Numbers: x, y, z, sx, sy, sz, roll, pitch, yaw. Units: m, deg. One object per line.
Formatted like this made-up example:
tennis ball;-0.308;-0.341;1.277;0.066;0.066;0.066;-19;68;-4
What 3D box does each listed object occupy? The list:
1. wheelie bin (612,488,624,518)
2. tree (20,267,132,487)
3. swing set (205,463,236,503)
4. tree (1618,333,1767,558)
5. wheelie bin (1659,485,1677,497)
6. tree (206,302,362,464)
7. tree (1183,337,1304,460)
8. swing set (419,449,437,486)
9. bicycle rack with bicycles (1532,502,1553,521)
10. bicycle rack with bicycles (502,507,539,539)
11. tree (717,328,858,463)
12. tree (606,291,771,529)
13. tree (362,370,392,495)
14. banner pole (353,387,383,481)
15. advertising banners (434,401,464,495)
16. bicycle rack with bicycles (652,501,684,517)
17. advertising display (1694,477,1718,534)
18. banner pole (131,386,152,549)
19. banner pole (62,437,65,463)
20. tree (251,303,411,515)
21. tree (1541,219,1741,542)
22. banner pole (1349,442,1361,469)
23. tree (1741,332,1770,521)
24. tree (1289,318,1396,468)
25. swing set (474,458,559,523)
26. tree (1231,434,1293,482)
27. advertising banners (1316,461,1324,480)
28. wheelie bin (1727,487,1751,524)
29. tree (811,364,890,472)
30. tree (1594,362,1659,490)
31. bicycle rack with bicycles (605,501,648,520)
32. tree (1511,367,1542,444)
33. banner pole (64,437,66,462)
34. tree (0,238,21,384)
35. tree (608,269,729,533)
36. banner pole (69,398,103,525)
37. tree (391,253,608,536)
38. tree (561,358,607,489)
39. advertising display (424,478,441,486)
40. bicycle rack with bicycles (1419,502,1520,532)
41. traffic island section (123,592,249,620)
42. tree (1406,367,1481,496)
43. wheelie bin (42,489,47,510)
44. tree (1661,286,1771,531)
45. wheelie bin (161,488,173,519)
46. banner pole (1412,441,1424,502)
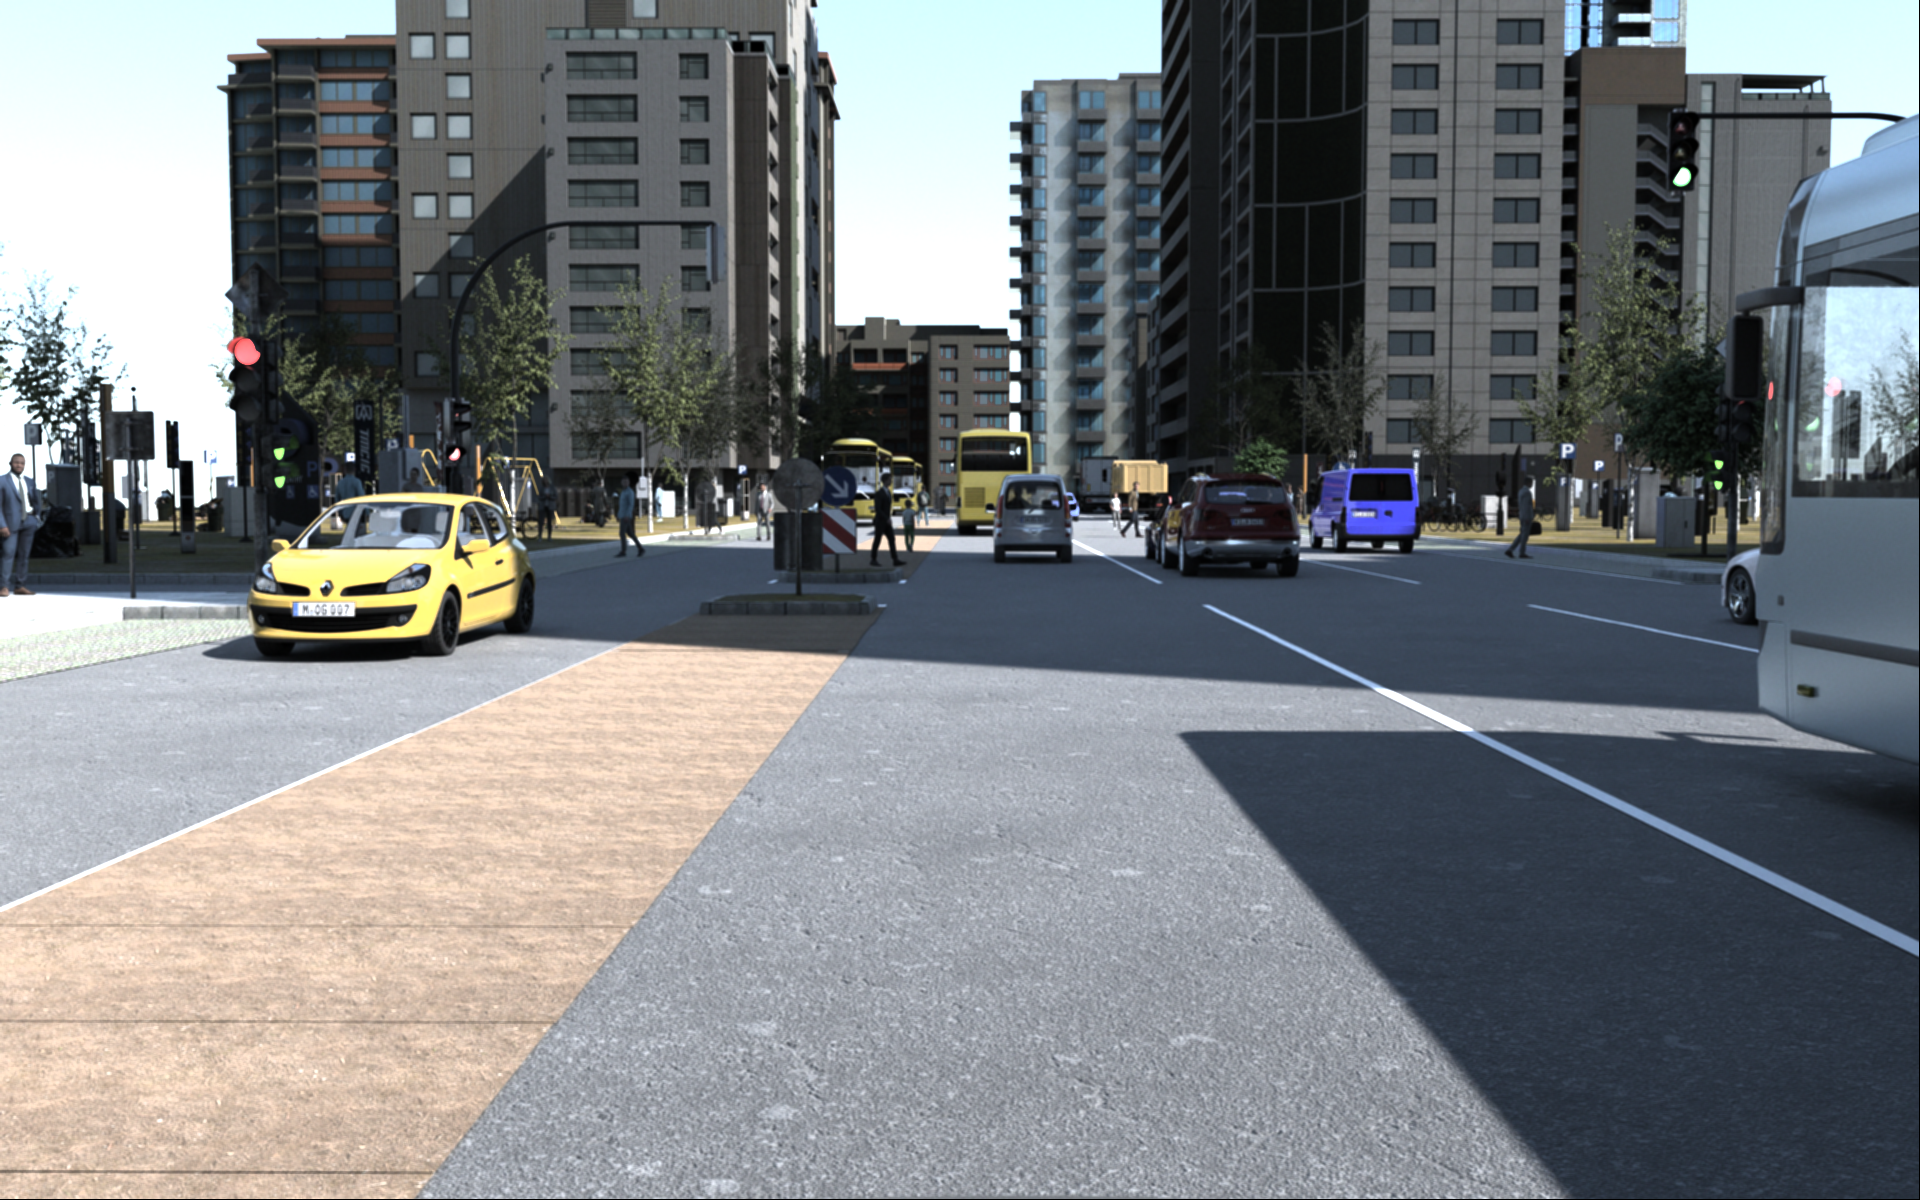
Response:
wheelie bin;-18.520;-5.286;94.336;0.693;1.594;0.980;2;4;27
tree;-29.390;-6.486;56.406;4.737;8.622;4.395;0;3;0
swing set;-37.037;-5.616;89.443;2.862;2.851;3.119;1;4;22
tree;15.342;-3.164;35.440;4.285;4.588;4.351;0;3;0
wheelie bin;23.593;-3.076;58.195;0.980;1.594;0.693;3;5;45
tree;-25.575;-6.943;63.886;4.737;8.622;4.395;0;3;0
tree;16.821;-10.282;102.523;7.601;10.594;8.767;0;4;-2
swing set;-19.222;-3.930;61.873;2.862;2.851;3.119;-2;4;-26
bicycle rack with bicycles;26.910;-4.255;82.953;2.925;0.926;2.852;0;4;4
bicycle rack with bicycles;-13.406;-2.137;48.315;2.925;0.926;2.852;0;4;2
tree;-10.038;-10.021;98.255;8.767;10.594;7.601;0;4;-5
tree;-9.973;-6.945;63.917;4.360;8.622;3.978;0;3;0
tree;-32.532;-8.878;95.523;4.737;8.622;4.395;0;3;0
banner pole;-13.767;-3.091;40.556;0.863;3.779;0.401;-2;4;-34
advertising banners;-9.868;-2.288;33.590;0.090;3.025;2.074;0;3;0
bicycle rack with bicycles;-16.781;-5.160;97.746;2.925;0.926;2.852;-2;4;-28
advertising display;24.177;-3.116;56.165;0.123;1.923;0.974;-1;4;-16
banner pole;-19.064;-3.065;40.129;0.401;3.779;0.863;-2;4;-33
banner pole;-34.475;-4.733;67.405;0.863;3.779;0.401;-1;4;-15
tree;-31.128;-9.184;84.576;7.601;10.594;8.767;1;4;10
tree;18.064;-5.866;46.270;4.737;8.622;4.395;0;3;0
banner pole;19.003;-5.706;83.316;0.863;3.779;0.401;-1;4;-13
tree;32.281;-7.262;69.092;4.737;8.622;4.395;0;3;0
tree;15.812;-7.416;71.621;4.360;8.622;3.978;0;3;0
swing set;-19.475;-4.770;75.606;2.862;2.851;3.119;2;4;29
tree;16.578;-6.815;95.131;4.285;4.588;4.351;0;3;0
advertising banners;19.863;-5.893;92.540;0.090;3.025;2.074;-3;5;-41
wheelie bin;32.938;-4.004;73.366;0.980;1.594;0.693;0;4;-1
tree;-9.962;-14.293;151.815;7.486;12.596;7.792;0;3;0
tree;36.846;-8.817;94.527;4.360;8.622;3.978;0;3;0
bicycle rack with bicycles;-17.073;-4.438;85.950;2.852;0.926;2.925;0;4;-4
tree;27.037;-7.747;77.030;4.737;8.622;4.395;0;3;0
banner pole;-26.730;-3.848;52.935;0.863;3.779;0.401;1;4;10
tree;-23.335;-5.381;38.338;4.360;8.622;3.978;0;3;0
tree;-10.100;-6.552;57.484;4.737;8.622;4.395;0;3;0
banner pole;-22.628;-3.353;44.843;0.401;3.779;0.863;-1;4;-13
tree;-13.781;-6.229;52.206;4.737;8.622;4.395;0;3;0
tree;-18.767;-8.564;90.379;4.360;8.622;3.978;0;3;0
advertising display;-20.396;-3.815;67.587;0.974;1.923;0.123;-1;4;-23
bicycle rack with bicycles;17.240;-2.830;59.651;2.852;0.926;2.925;-1;4;-21
traffic island section;-8.523;0.071;21.115;2.009;0.180;2.903;0;4;1
tree;27.755;-9.184;100.524;4.360;8.622;3.978;0;3;0
wheelie bin;-32.820;-3.341;62.531;0.980;1.594;0.693;3;5;41
tree;27.139;-6.757;60.835;4.360;8.622;3.978;0;3;0
wheelie bin;-39.587;-4.806;86.479;0.693;1.594;0.980;-2;4;-26
banner pole;21.692;-5.622;81.935;0.863;3.779;0.401;-2;4;-27
